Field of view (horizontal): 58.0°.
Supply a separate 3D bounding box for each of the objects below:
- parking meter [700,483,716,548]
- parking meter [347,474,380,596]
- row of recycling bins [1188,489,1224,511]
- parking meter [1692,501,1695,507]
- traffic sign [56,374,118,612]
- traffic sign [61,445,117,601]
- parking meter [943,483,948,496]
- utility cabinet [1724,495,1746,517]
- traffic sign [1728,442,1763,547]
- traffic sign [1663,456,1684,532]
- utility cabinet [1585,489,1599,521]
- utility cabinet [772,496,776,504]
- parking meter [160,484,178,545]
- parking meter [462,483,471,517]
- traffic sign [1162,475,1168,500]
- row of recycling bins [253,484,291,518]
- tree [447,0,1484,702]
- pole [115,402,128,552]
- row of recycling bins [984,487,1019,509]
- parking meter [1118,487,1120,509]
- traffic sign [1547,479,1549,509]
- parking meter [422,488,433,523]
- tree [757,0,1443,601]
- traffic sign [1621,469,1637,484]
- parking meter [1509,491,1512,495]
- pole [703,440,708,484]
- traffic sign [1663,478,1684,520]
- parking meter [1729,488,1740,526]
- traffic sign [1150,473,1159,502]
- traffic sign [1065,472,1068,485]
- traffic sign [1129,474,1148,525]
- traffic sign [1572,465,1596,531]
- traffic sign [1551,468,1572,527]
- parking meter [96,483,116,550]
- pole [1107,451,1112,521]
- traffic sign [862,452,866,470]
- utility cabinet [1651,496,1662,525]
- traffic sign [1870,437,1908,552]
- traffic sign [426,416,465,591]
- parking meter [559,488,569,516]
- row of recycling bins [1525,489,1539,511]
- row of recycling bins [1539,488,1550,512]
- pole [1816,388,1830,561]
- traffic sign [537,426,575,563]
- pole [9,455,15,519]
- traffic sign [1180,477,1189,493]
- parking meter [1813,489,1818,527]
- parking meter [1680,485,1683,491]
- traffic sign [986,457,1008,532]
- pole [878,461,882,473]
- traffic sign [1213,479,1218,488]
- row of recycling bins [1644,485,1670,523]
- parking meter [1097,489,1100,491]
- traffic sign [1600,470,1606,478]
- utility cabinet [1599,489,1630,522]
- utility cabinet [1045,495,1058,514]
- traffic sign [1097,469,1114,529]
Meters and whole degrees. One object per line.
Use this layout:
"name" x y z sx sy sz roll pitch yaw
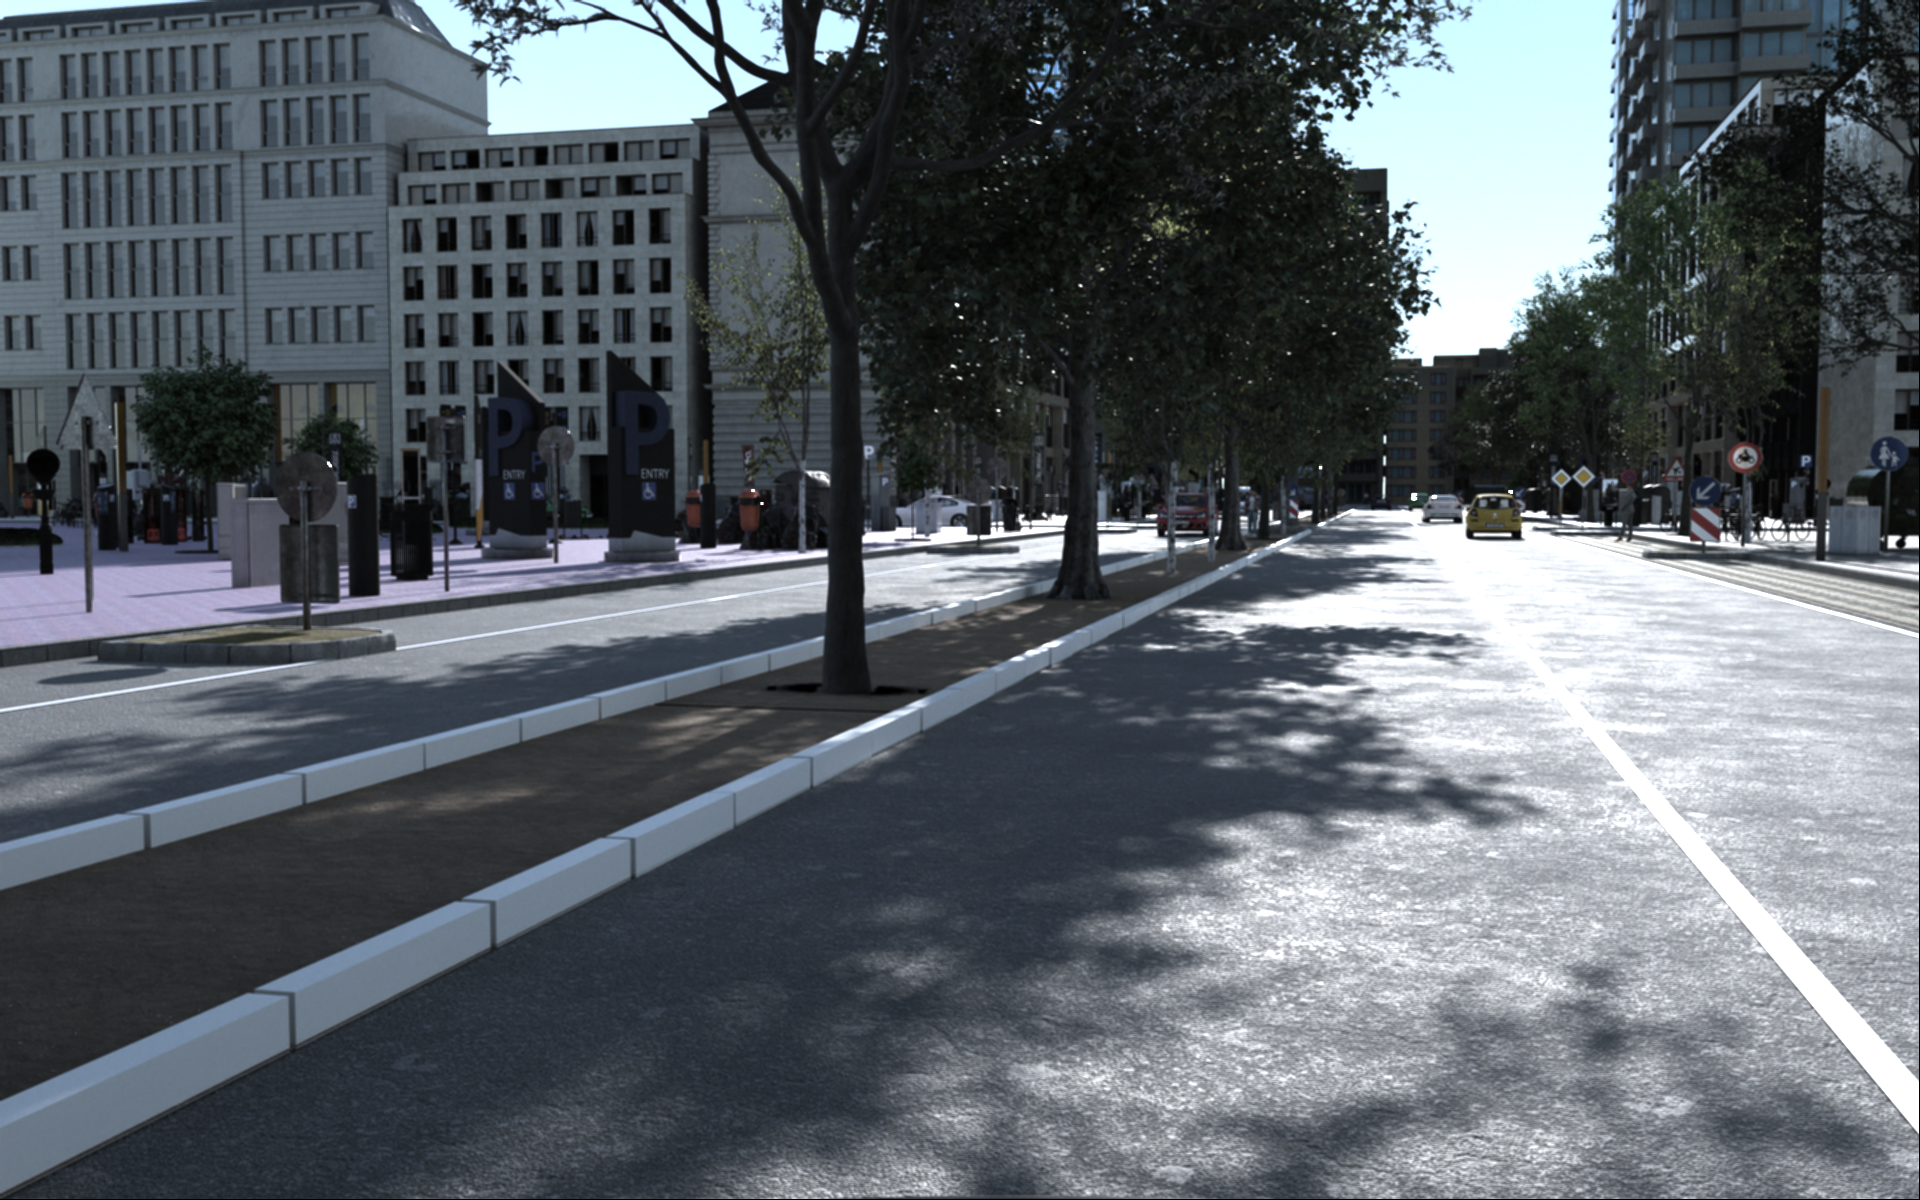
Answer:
"parking meter" -5.990 -2.005 41.188 0.372 1.533 0.369 0 3 0
"parking meter" -7.535 -0.823 21.875 0.372 1.533 0.369 0 3 0
"row of recycling bins" 19.084 -7.722 133.364 3.534 1.692 1.069 3 5 39
"parking meter" 36.569 -4.782 86.592 0.372 1.533 0.369 0 3 0
"traffic sign" -9.452 -1.145 18.727 0.884 2.594 0.081 1 4 22
"traffic sign" -10.431 -1.267 20.711 0.884 2.594 0.081 1 4 22
"parking meter" -0.857 -5.214 90.962 0.399 1.863 0.255 3 5 44
"utility cabinet" 38.031 -4.511 84.922 1.020 1.237 0.306 1 4 22
"traffic sign" 19.145 -2.580 42.287 0.768 2.556 0.104 1 4 20
"traffic sign" 24.261 -3.589 58.685 0.884 2.594 0.081 1 4 23
"utility cabinet" 30.297 -4.504 82.317 0.318 1.500 1.173 -2 4 -31
"utility cabinet" -6.764 -3.271 64.642 0.306 1.237 1.020 -3 5 -42
"parking meter" -20.027 -2.168 43.855 0.372 1.533 0.369 0 3 0
"parking meter" -25.232 -5.060 88.447 0.255 1.863 0.399 3 4 38
"traffic sign" 13.776 -7.069 115.685 0.768 2.556 0.104 1 4 19
"row of recycling bins" -26.770 -3.854 70.128 3.534 1.692 1.069 -1 4 -10
"tree" -0.823 -6.060 11.900 12.009 13.543 11.850 0 3 0
"pole" -18.723 -2.742 38.673 0.158 3.312 0.155 0 3 0
"row of recycling bins" 1.911 -5.367 94.869 1.069 1.692 3.534 3 5 42
"parking meter" 13.691 -8.703 148.000 0.255 1.863 0.399 3 4 37
"traffic sign" 40.232 -7.246 118.570 0.768 2.556 0.104 1 4 20
"parking meter" -20.714 -3.608 67.397 0.372 1.533 0.369 0 3 0
"tree" 1.684 -6.363 23.508 9.611 12.733 9.660 0 3 0
"traffic sign" 34.390 -5.442 89.091 0.768 2.556 0.104 1 4 19
"parking meter" 42.010 -7.554 131.926 0.372 1.533 0.369 0 3 0
"pole" -9.553 -4.360 65.126 0.158 3.312 0.155 0 3 0
"traffic sign" 29.635 -4.395 71.864 0.884 2.594 0.081 2 4 24
"parking meter" 30.766 -3.692 68.776 0.372 1.533 0.369 0 3 0
"traffic sign" 11.976 -6.620 108.244 0.884 2.594 0.081 1 4 17
"traffic sign" 5.103 -4.715 79.223 0.606 2.300 0.079 1 4 20
"traffic sign" 7.386 -4.172 71.856 0.795 2.450 0.064 1 4 14
"traffic sign" 21.620 -3.453 60.099 0.795 2.450 0.064 1 4 14
"traffic sign" 23.539 -3.927 67.851 0.795 2.450 0.064 1 4 14
"parking meter" -19.603 -1.918 39.777 0.372 1.533 0.369 0 3 0
"pole" 7.158 -5.450 82.945 0.158 3.312 0.155 0 3 0
"traffic sign" -2.856 -2.793 45.773 0.768 2.556 0.104 1 4 21
"utility cabinet" 28.995 -3.726 72.085 0.306 1.237 1.020 1 4 17
"traffic sign" 20.621 -2.349 38.512 0.768 2.556 0.104 1 4 20
"traffic sign" -6.772 -1.265 22.809 0.606 2.300 0.079 1 4 21
"parking meter" -16.098 -3.792 70.418 0.372 1.533 0.369 0 3 0
"row of recycling bins" 42.948 -7.488 129.536 1.069 1.692 3.534 1 4 11
"row of recycling bins" 42.930 -7.214 125.069 1.069 1.692 3.534 1 4 8
"pole" 16.625 -2.417 33.365 0.158 3.312 0.155 0 3 0
"traffic sign" -7.534 -1.965 32.240 0.768 2.556 0.104 1 4 15
"pole" -49.732 -5.931 90.807 0.158 3.312 0.155 0 3 0
"traffic sign" 16.334 -7.678 125.647 0.768 2.556 0.104 1 4 22
"parking meter" 33.652 -3.635 67.851 0.372 1.533 0.369 0 3 0
"parking meter" 45.252 -6.280 108.383 0.255 1.863 0.399 0 4 5
"traffic sign" 1.266 -3.620 59.298 0.768 2.556 0.104 1 4 15
"pole" -3.604 -5.153 78.102 0.158 3.312 0.155 0 3 0
"traffic sign" 18.934 -7.856 129.628 0.795 2.450 0.064 1 4 14
"row of recycling bins" 30.944 -4.291 77.271 1.069 1.692 3.534 1 4 14
"parking meter" 6.907 -4.674 84.828 0.372 1.533 0.369 0 3 0
"traffic sign" 33.174 -5.492 89.903 0.768 2.556 0.104 1 4 22
"utility cabinet" 29.984 -4.314 79.218 1.173 1.500 0.318 1 4 9
"utility cabinet" 5.998 -6.210 112.701 1.020 1.237 0.306 3 5 41
"traffic sign" 5.467 -3.698 64.104 0.795 2.450 0.064 1 4 14
